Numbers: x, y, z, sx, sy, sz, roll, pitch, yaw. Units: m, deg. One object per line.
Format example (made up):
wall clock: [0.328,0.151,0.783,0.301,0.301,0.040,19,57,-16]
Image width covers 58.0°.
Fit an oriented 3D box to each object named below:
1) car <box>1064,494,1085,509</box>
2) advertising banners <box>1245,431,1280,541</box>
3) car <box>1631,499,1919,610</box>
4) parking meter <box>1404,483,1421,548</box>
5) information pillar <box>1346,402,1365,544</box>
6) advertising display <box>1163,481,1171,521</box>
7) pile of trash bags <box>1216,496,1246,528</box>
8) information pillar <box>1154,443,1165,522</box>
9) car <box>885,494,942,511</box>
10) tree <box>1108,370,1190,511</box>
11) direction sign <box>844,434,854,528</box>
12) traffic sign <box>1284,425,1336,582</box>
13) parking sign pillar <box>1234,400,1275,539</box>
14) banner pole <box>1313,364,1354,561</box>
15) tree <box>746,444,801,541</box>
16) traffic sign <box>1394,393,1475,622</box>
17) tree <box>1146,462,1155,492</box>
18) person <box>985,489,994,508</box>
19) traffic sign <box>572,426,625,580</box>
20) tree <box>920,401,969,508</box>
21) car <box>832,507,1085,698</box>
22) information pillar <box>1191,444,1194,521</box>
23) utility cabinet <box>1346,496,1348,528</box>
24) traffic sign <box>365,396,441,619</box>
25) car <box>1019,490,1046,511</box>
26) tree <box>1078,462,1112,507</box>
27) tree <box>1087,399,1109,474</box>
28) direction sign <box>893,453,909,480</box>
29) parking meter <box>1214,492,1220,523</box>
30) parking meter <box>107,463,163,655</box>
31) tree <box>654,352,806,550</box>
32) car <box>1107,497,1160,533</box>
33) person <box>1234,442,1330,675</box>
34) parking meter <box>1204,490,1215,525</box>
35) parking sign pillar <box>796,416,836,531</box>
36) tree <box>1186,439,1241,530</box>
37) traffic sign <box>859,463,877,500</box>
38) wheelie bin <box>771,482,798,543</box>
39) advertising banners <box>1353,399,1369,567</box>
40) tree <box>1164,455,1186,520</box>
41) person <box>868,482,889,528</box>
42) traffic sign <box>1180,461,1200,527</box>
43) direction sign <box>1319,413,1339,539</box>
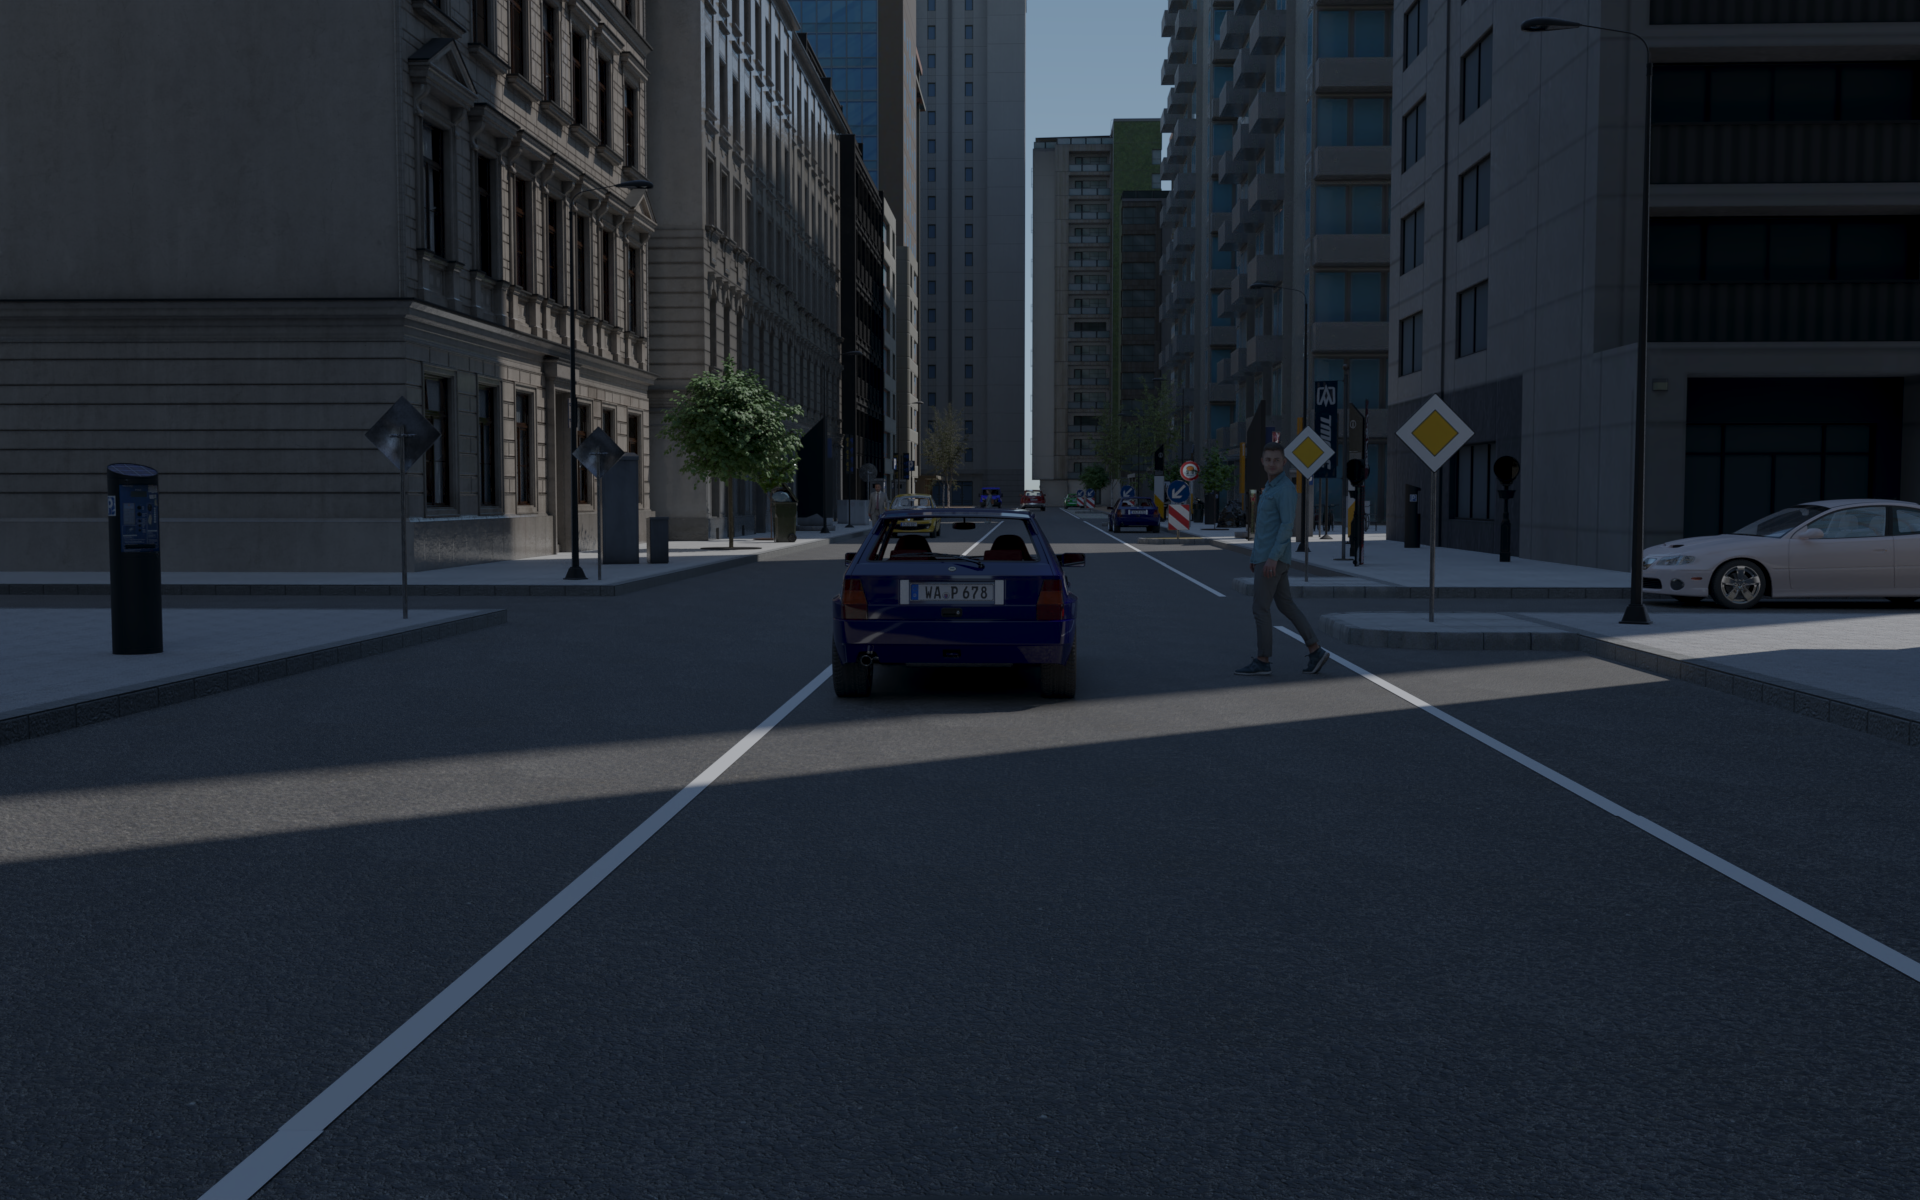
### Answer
car: [10.795,-9.474,163.689,1.959,1.807,4.718,0,4,1]
advertising banners: [8.405,-3.163,47.908,0.090,3.025,2.074,2,4,35]
car: [11.169,-0.607,22.283,4.827,1.381,2.083,0,4,2]
parking meter: [10.778,-2.008,41.236,0.372,1.533,0.369,0,3,0]
information pillar: [10.086,-3.227,44.123,0.183,3.616,0.504,-2,4,-32]
advertising display: [9.736,-4.761,83.060,0.974,1.923,0.123,-3,5,-40]
pile of trash bags: [11.242,-3.484,66.720,1.912,1.369,3.447,2,4,30]
information pillar: [9.174,-5.399,79.623,0.504,3.616,0.183,3,4,37]
car: [-1.566,-2.908,57.762,2.015,1.641,3.980,0,4,2]
tree: [11.660,-9.354,103.292,4.737,8.622,4.395,0,3,0]
direction sign: [-4.228,-4.534,66.125,0.379,3.537,0.876,1,4,15]
traffic sign: [5.066,-1.324,25.285,0.795,2.450,0.064,0,4,2]
parking sign pillar: [8.707,-3.778,50.239,1.447,3.967,1.447,-1,4,-8]
banner pole: [7.235,-2.664,33.568,0.863,3.779,0.401,2,4,32]
tree: [-5.132,-3.267,48.018,1.663,3.219,1.824,0,3,0]
traffic sign: [4.725,-0.836,17.308,0.795,2.450,0.064,0,4,2]
tree: [10.504,-5.833,89.968,1.663,3.219,1.824,0,3,0]
person: [1.433,-4.655,85.608,0.522,1.701,0.512,0,4,6]
traffic sign: [-5.368,-1.352,25.750,0.795,2.450,0.064,0,4,2]
tree: [-1.286,-11.394,136.647,4.360,8.622,3.978,0,3,0]
car: [0.020,-0.057,13.516,1.945,1.354,3.894,0,4,2]
information pillar: [10.959,-5.521,81.616,0.183,3.616,0.504,1,4,16]
utility cabinet: [15.038,-3.393,66.631,0.306,1.237,1.020,2,4,25]
traffic sign: [-5.709,-0.864,17.772,0.795,2.450,0.064,0,4,2]
car: [6.182,-8.462,147.023,2.281,1.827,5.304,0,4,0]
tree: [13.334,-11.489,171.553,4.285,4.588,4.351,0,3,0]
tree: [11.747,-11.187,133.274,4.737,8.622,4.395,0,3,0]
direction sign: [-3.216,-6.307,95.119,0.876,3.537,0.379,-1,4,-11]
parking meter: [11.259,-4.160,76.424,0.372,1.533,0.369,0,3,0]
parking meter: [-6.638,-0.338,13.937,0.372,1.533,0.369,0,3,0]
tree: [-5.414,-3.465,40.362,4.285,4.588,4.351,0,3,0]
car: [6.525,-3.213,65.118,1.945,1.354,3.894,0,4,1]
person: [2.550,-0.325,13.674,0.748,1.841,0.638,1,4,11]
parking meter: [10.463,-4.095,72.667,0.399,1.863,0.255,-3,4,-37]
parking sign pillar: [-5.065,-4.400,60.414,1.447,3.967,1.447,3,4,36]
tree: [9.047,-4.077,61.267,1.663,3.219,1.824,0,3,0]
traffic sign: [-3.830,-4.401,72.069,0.768,2.556,0.104,0,4,7]
wheelie bin: [-4.676,-2.331,46.020,0.693,1.594,0.980,-1,4,-14]
advertising banners: [7.296,-2.155,31.429,0.090,3.025,2.074,1,4,19]
tree: [10.715,-5.524,84.923,1.663,3.219,1.824,0,3,0]
person: [-2.403,-2.595,51.196,0.678,1.792,0.850,0,4,6]
traffic sign: [8.851,-4.072,66.676,0.768,2.556,0.104,0,4,5]
direction sign: [10.381,-3.486,48.999,0.379,3.537,0.876,-2,4,-30]
